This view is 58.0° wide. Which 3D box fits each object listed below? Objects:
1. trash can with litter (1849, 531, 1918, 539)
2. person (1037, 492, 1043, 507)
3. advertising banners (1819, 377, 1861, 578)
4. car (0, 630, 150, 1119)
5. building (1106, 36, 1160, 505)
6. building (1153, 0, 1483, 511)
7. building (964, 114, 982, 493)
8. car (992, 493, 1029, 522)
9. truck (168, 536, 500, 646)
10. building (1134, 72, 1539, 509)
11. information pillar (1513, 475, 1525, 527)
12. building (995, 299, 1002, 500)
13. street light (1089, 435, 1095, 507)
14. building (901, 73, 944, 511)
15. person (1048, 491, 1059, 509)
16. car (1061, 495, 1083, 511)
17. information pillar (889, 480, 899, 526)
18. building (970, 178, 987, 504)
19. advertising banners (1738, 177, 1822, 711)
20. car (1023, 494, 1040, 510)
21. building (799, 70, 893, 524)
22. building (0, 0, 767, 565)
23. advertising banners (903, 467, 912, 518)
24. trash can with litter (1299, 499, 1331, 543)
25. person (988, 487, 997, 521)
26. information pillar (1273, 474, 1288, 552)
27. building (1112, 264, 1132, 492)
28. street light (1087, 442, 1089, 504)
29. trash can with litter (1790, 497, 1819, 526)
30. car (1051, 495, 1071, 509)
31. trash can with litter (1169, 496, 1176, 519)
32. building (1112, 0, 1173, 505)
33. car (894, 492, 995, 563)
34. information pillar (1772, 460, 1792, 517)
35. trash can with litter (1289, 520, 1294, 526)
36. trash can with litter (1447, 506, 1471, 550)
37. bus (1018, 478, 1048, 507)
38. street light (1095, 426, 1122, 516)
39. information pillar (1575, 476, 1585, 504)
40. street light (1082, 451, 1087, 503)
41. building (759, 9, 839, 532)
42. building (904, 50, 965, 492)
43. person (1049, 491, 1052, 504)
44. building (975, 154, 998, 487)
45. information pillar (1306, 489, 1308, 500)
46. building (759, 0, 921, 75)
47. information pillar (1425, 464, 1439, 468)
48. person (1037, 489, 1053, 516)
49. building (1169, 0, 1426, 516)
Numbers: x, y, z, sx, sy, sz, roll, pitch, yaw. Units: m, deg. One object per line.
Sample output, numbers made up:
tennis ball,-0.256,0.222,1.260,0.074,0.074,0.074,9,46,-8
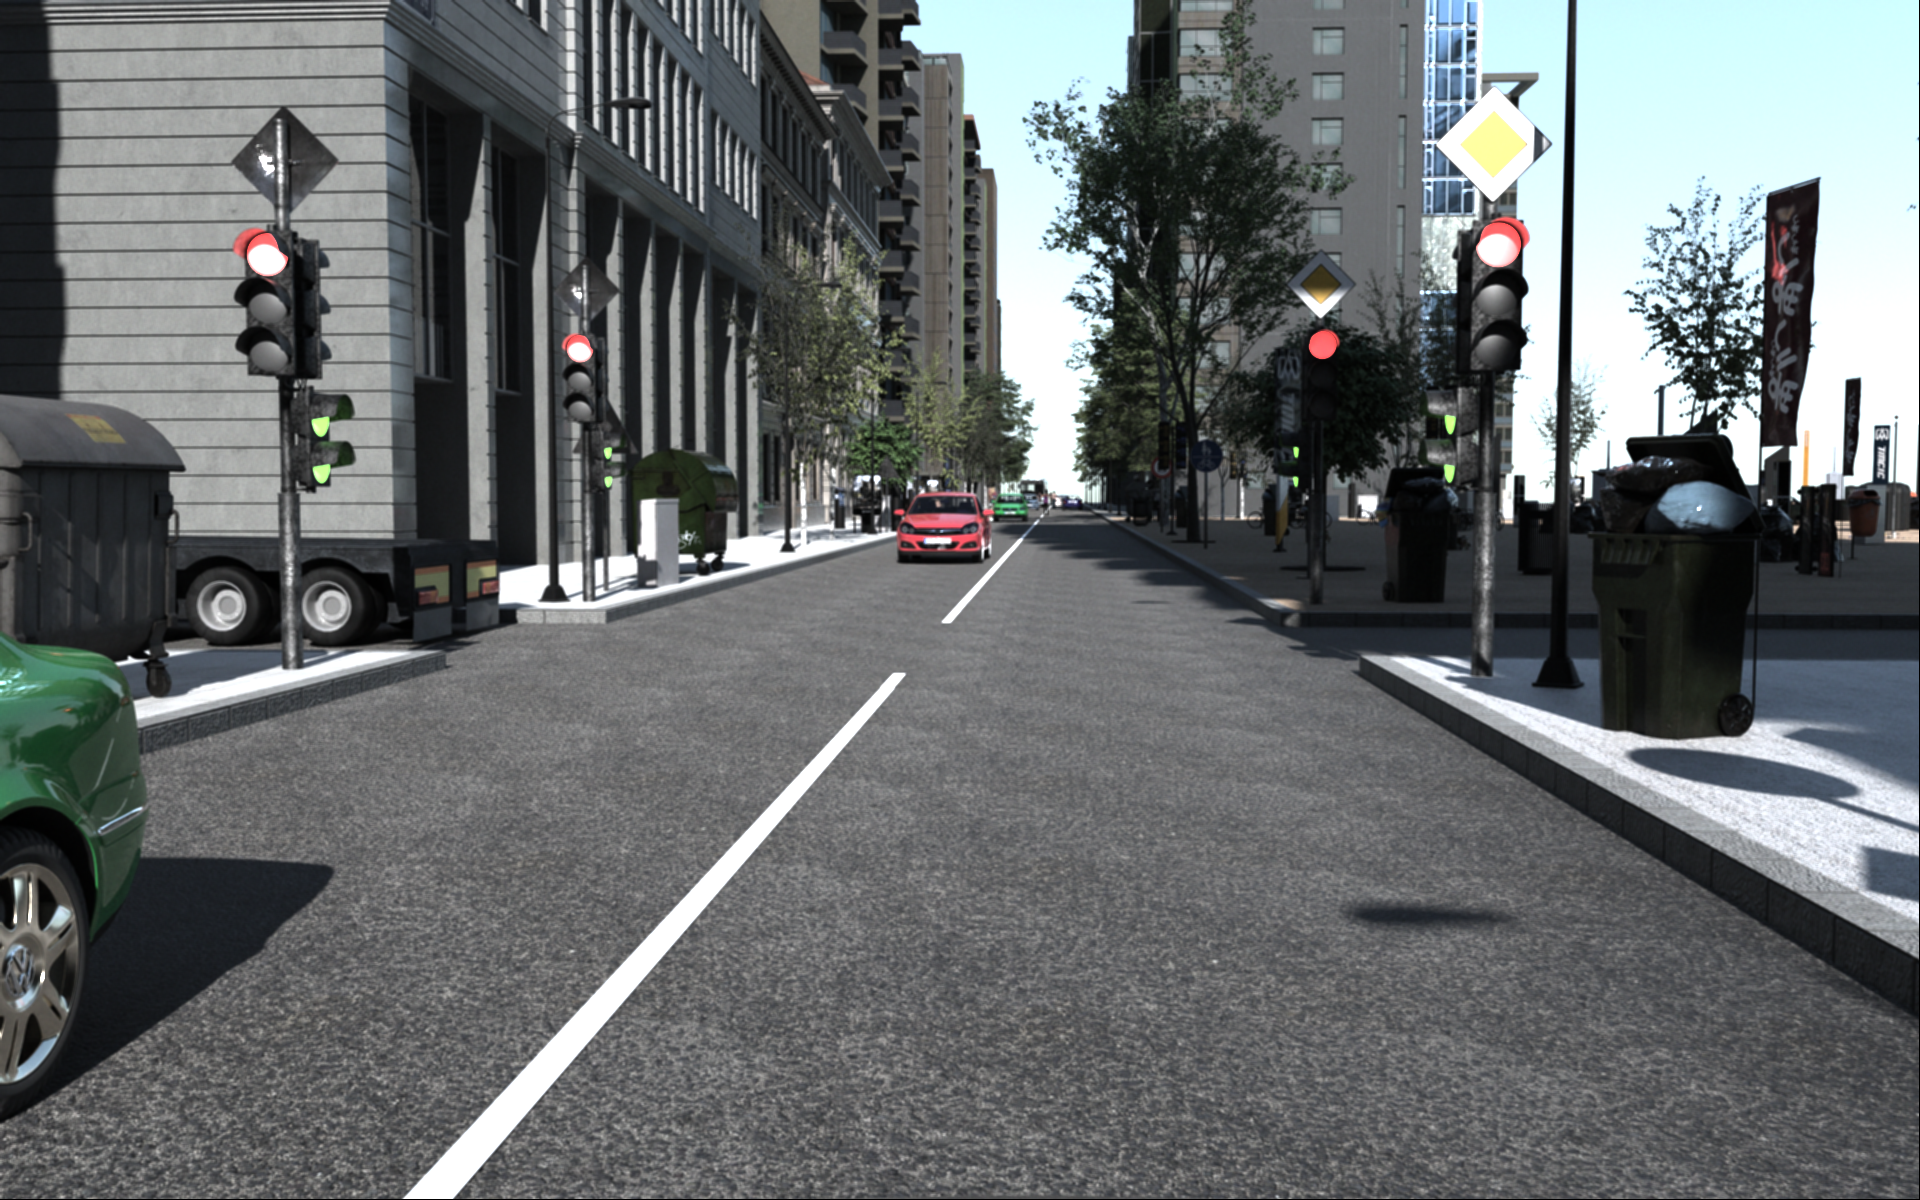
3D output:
trash can with litter,26.972,-2.428,50.748,1.678,1.210,2.233,1,4,17
person,7.755,-9.658,167.872,0.593,1.643,0.415,-3,5,-40
advertising banners,13.486,-1.879,26.912,0.090,3.025,2.074,0,4,4
car,-3.081,0.377,2.638,1.959,1.807,4.718,0,4,2
building,31.560,-56.498,236.414,22.319,86.520,31.000,0,4,3
building,25.699,-49.750,126.081,22.319,86.520,31.000,0,4,3
building,-8.951,-33.155,196.707,22.147,44.769,28.867,0,4,3
car,2.635,-4.977,90.165,1.959,1.807,4.718,0,4,3
truck,-14.320,-1.713,17.775,18.799,4.110,2.967,0,4,4
building,32.027,-28.302,154.615,32.217,40.220,23.993,0,4,3
information pillar,21.521,-3.802,66.658,0.304,2.012,0.304,-1,4,-20
building,-1.331,-29.094,247.390,14.160,30.474,14.107,0,4,3
street light,9.879,-9.013,119.909,1.470,5.913,1.316,0,4,3
building,-17.151,-27.283,137.950,32.217,40.220,23.993,0,4,3
person,8.916,-9.522,164.897,1.217,1.736,0.721,-2,4,-26
car,9.818,-8.494,151.458,1.945,1.354,3.894,0,4,3
information pillar,-2.668,-3.996,69.819,0.304,2.012,0.304,3,4,37
building,-3.967,-32.715,218.480,14.154,41.232,14.086,0,4,3
advertising banners,4.641,-0.885,10.665,0.090,3.025,2.074,0,4,-5
car,6.166,-8.722,154.604,2.014,1.417,4.499,0,4,2
building,-10.015,-15.133,83.587,11.583,22.565,21.152,0,4,3
building,-12.263,-15.924,37.850,11.434,29.767,29.804,0,4,3
advertising banners,-2.837,-5.968,93.770,0.090,3.025,2.074,-1,4,-13
trash can with litter,9.360,-2.089,45.543,0.624,1.170,1.055,2,4,30
person,1.725,-5.222,93.855,0.580,1.828,0.573,2,4,31
information pillar,7.132,-2.874,38.345,0.183,3.616,0.504,2,4,33
building,26.036,-27.168,215.899,14.160,30.474,14.107,0,4,3
street light,10.991,-10.059,137.000,1.470,5.913,1.316,0,4,3
trash can with litter,34.730,-3.673,71.433,1.055,1.170,0.624,2,4,26
car,9.860,-9.518,167.985,2.083,1.381,4.827,0,4,3
trash can with litter,10.912,-4.860,90.511,1.678,1.210,2.233,-2,4,-29
building,28.042,-46.391,196.743,20.563,71.187,20.611,0,4,3
car,-0.303,-1.726,37.261,2.155,1.783,4.494,0,4,4
information pillar,17.907,-2.035,37.765,0.304,2.012,0.304,1,4,12
trash can with litter,13.136,-3.593,70.125,0.624,1.170,1.055,-2,4,-31
trash can with litter,11.294,-1.743,39.882,0.624,1.170,1.055,3,5,44
bus,8.259,-12.045,191.800,2.948,3.499,13.247,0,4,5
street light,8.924,-7.974,102.915,1.470,5.913,1.316,0,4,3
information pillar,24.745,-3.955,69.157,0.304,2.012,0.304,0,4,-6
street light,11.823,-11.085,153.779,1.470,5.913,1.316,0,4,3
building,-10.909,-12.165,63.530,10.561,19.102,19.286,0,4,3
building,-6.998,-28.915,156.360,14.154,41.232,14.086,0,4,3
person,12.687,-14.211,240.859,1.348,1.822,0.705,-2,4,-35
building,-2.143,-35.613,232.388,14.600,45.320,14.200,0,4,3
information pillar,18.233,-6.036,90.036,0.504,3.616,0.183,-1,4,-15
building,-14.089,-27.876,110.396,22.147,44.769,28.867,0,4,3
information pillar,10.578,-2.096,38.767,0.304,2.012,0.304,0,4,5
person,5.690,-6.502,115.495,1.217,1.739,0.721,-2,4,-30
building,19.819,-25.790,105.269,14.154,41.232,14.086,0,4,3
